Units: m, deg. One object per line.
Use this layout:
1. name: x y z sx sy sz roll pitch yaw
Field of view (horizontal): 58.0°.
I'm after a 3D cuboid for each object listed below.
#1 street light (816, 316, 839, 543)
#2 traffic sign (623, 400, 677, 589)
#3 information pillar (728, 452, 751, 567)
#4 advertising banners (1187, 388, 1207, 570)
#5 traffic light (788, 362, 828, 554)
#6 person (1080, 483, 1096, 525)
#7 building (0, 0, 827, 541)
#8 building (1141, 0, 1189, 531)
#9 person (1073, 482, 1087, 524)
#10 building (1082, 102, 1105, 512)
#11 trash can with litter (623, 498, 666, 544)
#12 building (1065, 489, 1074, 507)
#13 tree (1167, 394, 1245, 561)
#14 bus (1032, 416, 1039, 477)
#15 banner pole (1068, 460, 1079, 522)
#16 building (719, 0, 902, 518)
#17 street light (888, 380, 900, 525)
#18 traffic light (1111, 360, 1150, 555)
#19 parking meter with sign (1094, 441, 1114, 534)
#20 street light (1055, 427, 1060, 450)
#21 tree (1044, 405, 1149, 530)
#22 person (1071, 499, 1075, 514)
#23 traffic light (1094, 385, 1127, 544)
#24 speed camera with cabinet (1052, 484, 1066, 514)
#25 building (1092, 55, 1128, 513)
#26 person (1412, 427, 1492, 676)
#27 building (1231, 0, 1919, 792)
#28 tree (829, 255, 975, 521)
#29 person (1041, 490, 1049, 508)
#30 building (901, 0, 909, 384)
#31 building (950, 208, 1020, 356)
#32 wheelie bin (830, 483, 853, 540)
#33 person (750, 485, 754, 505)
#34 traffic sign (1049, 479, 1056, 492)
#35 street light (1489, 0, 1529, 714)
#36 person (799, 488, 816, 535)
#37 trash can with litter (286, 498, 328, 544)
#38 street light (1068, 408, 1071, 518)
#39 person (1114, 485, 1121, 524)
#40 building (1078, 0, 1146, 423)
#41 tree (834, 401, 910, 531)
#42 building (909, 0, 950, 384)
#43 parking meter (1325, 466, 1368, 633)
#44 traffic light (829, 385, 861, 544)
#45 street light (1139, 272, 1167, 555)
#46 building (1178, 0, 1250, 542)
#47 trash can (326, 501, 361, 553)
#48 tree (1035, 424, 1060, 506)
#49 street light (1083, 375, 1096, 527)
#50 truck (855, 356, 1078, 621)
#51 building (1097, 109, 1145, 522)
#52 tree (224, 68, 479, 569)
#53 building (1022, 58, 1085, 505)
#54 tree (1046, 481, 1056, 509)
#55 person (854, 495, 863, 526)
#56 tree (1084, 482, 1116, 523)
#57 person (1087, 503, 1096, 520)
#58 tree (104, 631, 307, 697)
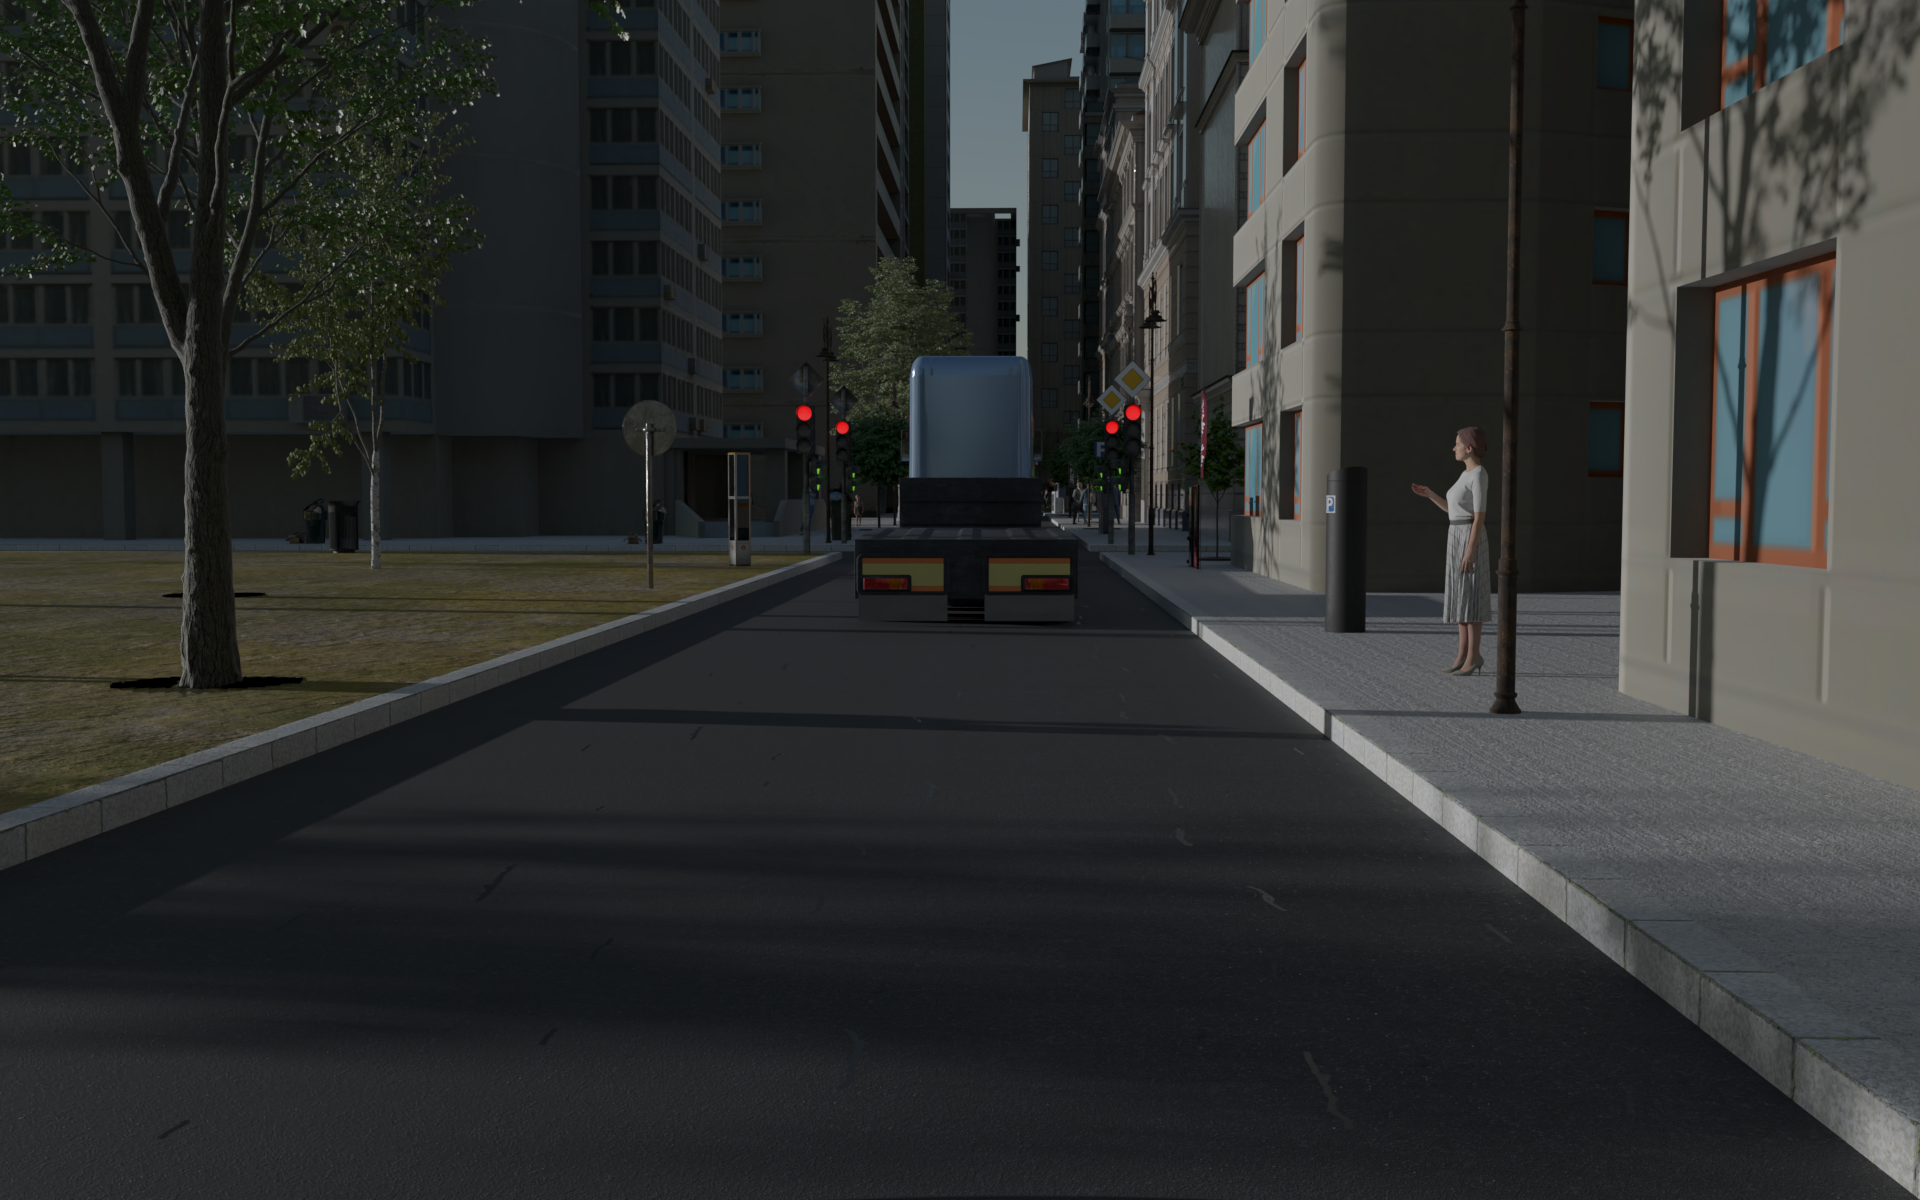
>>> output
1. street light: -3.450 -4.433 45.268 0.468 5.910 1.993 0 4 2
2. traffic sign: -4.206 -1.428 23.453 0.768 2.556 0.104 1 4 10
3. information pillar: -3.915 -1.606 30.758 0.304 2.012 0.304 -2 4 -32
4. advertising banners: 4.070 -2.053 29.759 0.090 3.025 2.074 0 4 1
5. traffic light: -3.245 -2.927 36.774 0.839 4.253 0.868 0 4 2
6. person: 5.294 -3.983 71.505 0.623 1.781 0.721 -1 4 -15
7. building: -21.265 -22.388 57.929 32.217 40.220 23.993 0 4 2
8. building: 14.157 -17.259 68.089 13.634 28.700 20.117 0 4 2
9. person: 5.104 -4.081 73.164 0.834 1.777 0.661 3 5 41
10. building: 16.175 -21.968 130.871 14.160 30.474 14.107 0 4 2
11. trash can with litter: -8.091 -2.021 44.431 1.055 1.170 0.624 -1 4 -17
12. building: 27.291 -29.896 180.687 32.217 40.220 23.993 0 4 2
13. tree: 5.105 -2.378 33.476 1.663 3.219 1.824 0 3 0
14. bus: 0.857 -3.563 49.808 2.896 3.916 12.252 0 4 2
15. banner pole: 5.194 -5.414 78.540 0.863 3.779 0.401 -3 4 -37
16. building: -14.849 -29.370 103.904 21.300 48.544 21.600 0 4 2
17. street light: -2.666 -5.986 70.667 0.468 5.910 1.993 0 4 2
18. traffic light: 3.613 -2.914 36.567 0.839 4.253 0.868 0 4 2
19. parking meter with sign: 4.728 -3.668 56.238 0.543 3.016 1.738 0 4 -3
20. street light: 6.698 -8.938 118.918 0.468 5.910 1.993 0 4 2
21. tree: 5.266 -4.864 63.235 4.285 4.588 4.351 0 3 0
22. person: 7.184 -6.203 108.293 0.643 1.720 0.563 -1 4 -16
23. traffic light: 3.874 -3.402 44.548 0.839 4.253 0.868 0 4 2
24. speed camera with cabinet: 6.555 -7.363 114.718 0.660 3.252 2.038 0 4 -8
25. building: 15.436 -19.777 109.261 13.634 28.700 20.117 0 4 2
26. person: 3.517 -0.349 12.315 0.524 1.755 0.480 0 4 -1
27. building: 18.268 -10.454 15.966 27.650 21.520 28.899 0 4 2
28. tree: -2.744 -10.095 83.173 7.486 12.596 7.792 0 3 0
29. person: 7.883 -9.421 160.874 0.742 1.727 0.445 0 4 6
30. building: -12.687 -43.520 149.800 20.563 71.187 20.611 0 4 2
31. building: -4.339 -32.400 221.613 23.993 40.220 32.217 0 4 2
32. wheelie bin: -3.309 -2.455 48.052 0.693 1.594 0.980 0 4 -5
33. person: -8.949 -4.107 73.297 0.767 1.812 0.694 1 4 20
34. traffic sign: 6.435 -7.199 117.814 0.768 2.556 0.104 0 4 3
35. street light: 3.204 -2.276 9.995 0.468 5.910 1.993 0 4 2
36. person: -4.736 -2.903 53.773 0.793 1.790 0.793 2 4 30
37. trash can with litter: -16.884 -2.038 44.707 1.055 1.170 0.624 0 4 5
38. street light: 5.932 -7.376 93.382 0.468 5.910 1.993 0 4 2
39. person: 6.520 -4.089 73.083 0.721 1.800 0.419 -1 4 -13
40. building: 21.847 -32.585 152.372 23.786 49.044 30.456 0 4 2
41. tree: -2.803 -4.754 61.435 4.285 4.588 4.351 0 3 0
42. building: -15.177 -39.196 182.858 28.212 58.520 21.231 0 4 2
43. parking meter: 3.596 -0.472 16.123 0.372 1.533 0.369 0 3 0
44. traffic light: -2.984 -3.415 44.755 0.839 4.253 0.868 0 4 2
45. street light: 4.009 -3.878 36.190 0.468 5.910 1.993 0 4 2
46. building: 16.464 -11.369 50.505 19.286 19.102 10.561 0 4 2
47. trash can: -13.433 -1.596 37.749 0.748 1.137 0.748 0 3 0
48. tree: 8.587 -14.045 179.992 4.737 8.622 4.395 0 3 0
49. street light: 5.039 -5.796 67.557 0.468 5.910 1.993 0 4 2
50. truck: 0.159 -2.340 28.020 2.967 4.110 18.799 0 4 1
51. building: 13.321 -15.459 88.910 11.583 22.565 21.152 0 4 2
52. tree: -10.259 -4.845 29.586 4.737 8.622 4.395 0 3 0
53. building: 21.579 -38.476 218.314 27.495 52.752 28.713 0 4 2
54. tree: 8.428 -9.582 151.265 1.663 3.219 1.824 0 3 0
55. person: -4.052 -3.584 69.309 0.362 1.253 0.373 1 4 10
56. tree: 6.212 -5.042 77.037 1.663 3.219 1.824 0 3 0
57. person: 6.397 -4.849 85.675 0.624 1.780 0.694 -3 4 -37
58. tree: -5.119 -5.220 11.100 9.928 11.665 9.643 0 3 0
